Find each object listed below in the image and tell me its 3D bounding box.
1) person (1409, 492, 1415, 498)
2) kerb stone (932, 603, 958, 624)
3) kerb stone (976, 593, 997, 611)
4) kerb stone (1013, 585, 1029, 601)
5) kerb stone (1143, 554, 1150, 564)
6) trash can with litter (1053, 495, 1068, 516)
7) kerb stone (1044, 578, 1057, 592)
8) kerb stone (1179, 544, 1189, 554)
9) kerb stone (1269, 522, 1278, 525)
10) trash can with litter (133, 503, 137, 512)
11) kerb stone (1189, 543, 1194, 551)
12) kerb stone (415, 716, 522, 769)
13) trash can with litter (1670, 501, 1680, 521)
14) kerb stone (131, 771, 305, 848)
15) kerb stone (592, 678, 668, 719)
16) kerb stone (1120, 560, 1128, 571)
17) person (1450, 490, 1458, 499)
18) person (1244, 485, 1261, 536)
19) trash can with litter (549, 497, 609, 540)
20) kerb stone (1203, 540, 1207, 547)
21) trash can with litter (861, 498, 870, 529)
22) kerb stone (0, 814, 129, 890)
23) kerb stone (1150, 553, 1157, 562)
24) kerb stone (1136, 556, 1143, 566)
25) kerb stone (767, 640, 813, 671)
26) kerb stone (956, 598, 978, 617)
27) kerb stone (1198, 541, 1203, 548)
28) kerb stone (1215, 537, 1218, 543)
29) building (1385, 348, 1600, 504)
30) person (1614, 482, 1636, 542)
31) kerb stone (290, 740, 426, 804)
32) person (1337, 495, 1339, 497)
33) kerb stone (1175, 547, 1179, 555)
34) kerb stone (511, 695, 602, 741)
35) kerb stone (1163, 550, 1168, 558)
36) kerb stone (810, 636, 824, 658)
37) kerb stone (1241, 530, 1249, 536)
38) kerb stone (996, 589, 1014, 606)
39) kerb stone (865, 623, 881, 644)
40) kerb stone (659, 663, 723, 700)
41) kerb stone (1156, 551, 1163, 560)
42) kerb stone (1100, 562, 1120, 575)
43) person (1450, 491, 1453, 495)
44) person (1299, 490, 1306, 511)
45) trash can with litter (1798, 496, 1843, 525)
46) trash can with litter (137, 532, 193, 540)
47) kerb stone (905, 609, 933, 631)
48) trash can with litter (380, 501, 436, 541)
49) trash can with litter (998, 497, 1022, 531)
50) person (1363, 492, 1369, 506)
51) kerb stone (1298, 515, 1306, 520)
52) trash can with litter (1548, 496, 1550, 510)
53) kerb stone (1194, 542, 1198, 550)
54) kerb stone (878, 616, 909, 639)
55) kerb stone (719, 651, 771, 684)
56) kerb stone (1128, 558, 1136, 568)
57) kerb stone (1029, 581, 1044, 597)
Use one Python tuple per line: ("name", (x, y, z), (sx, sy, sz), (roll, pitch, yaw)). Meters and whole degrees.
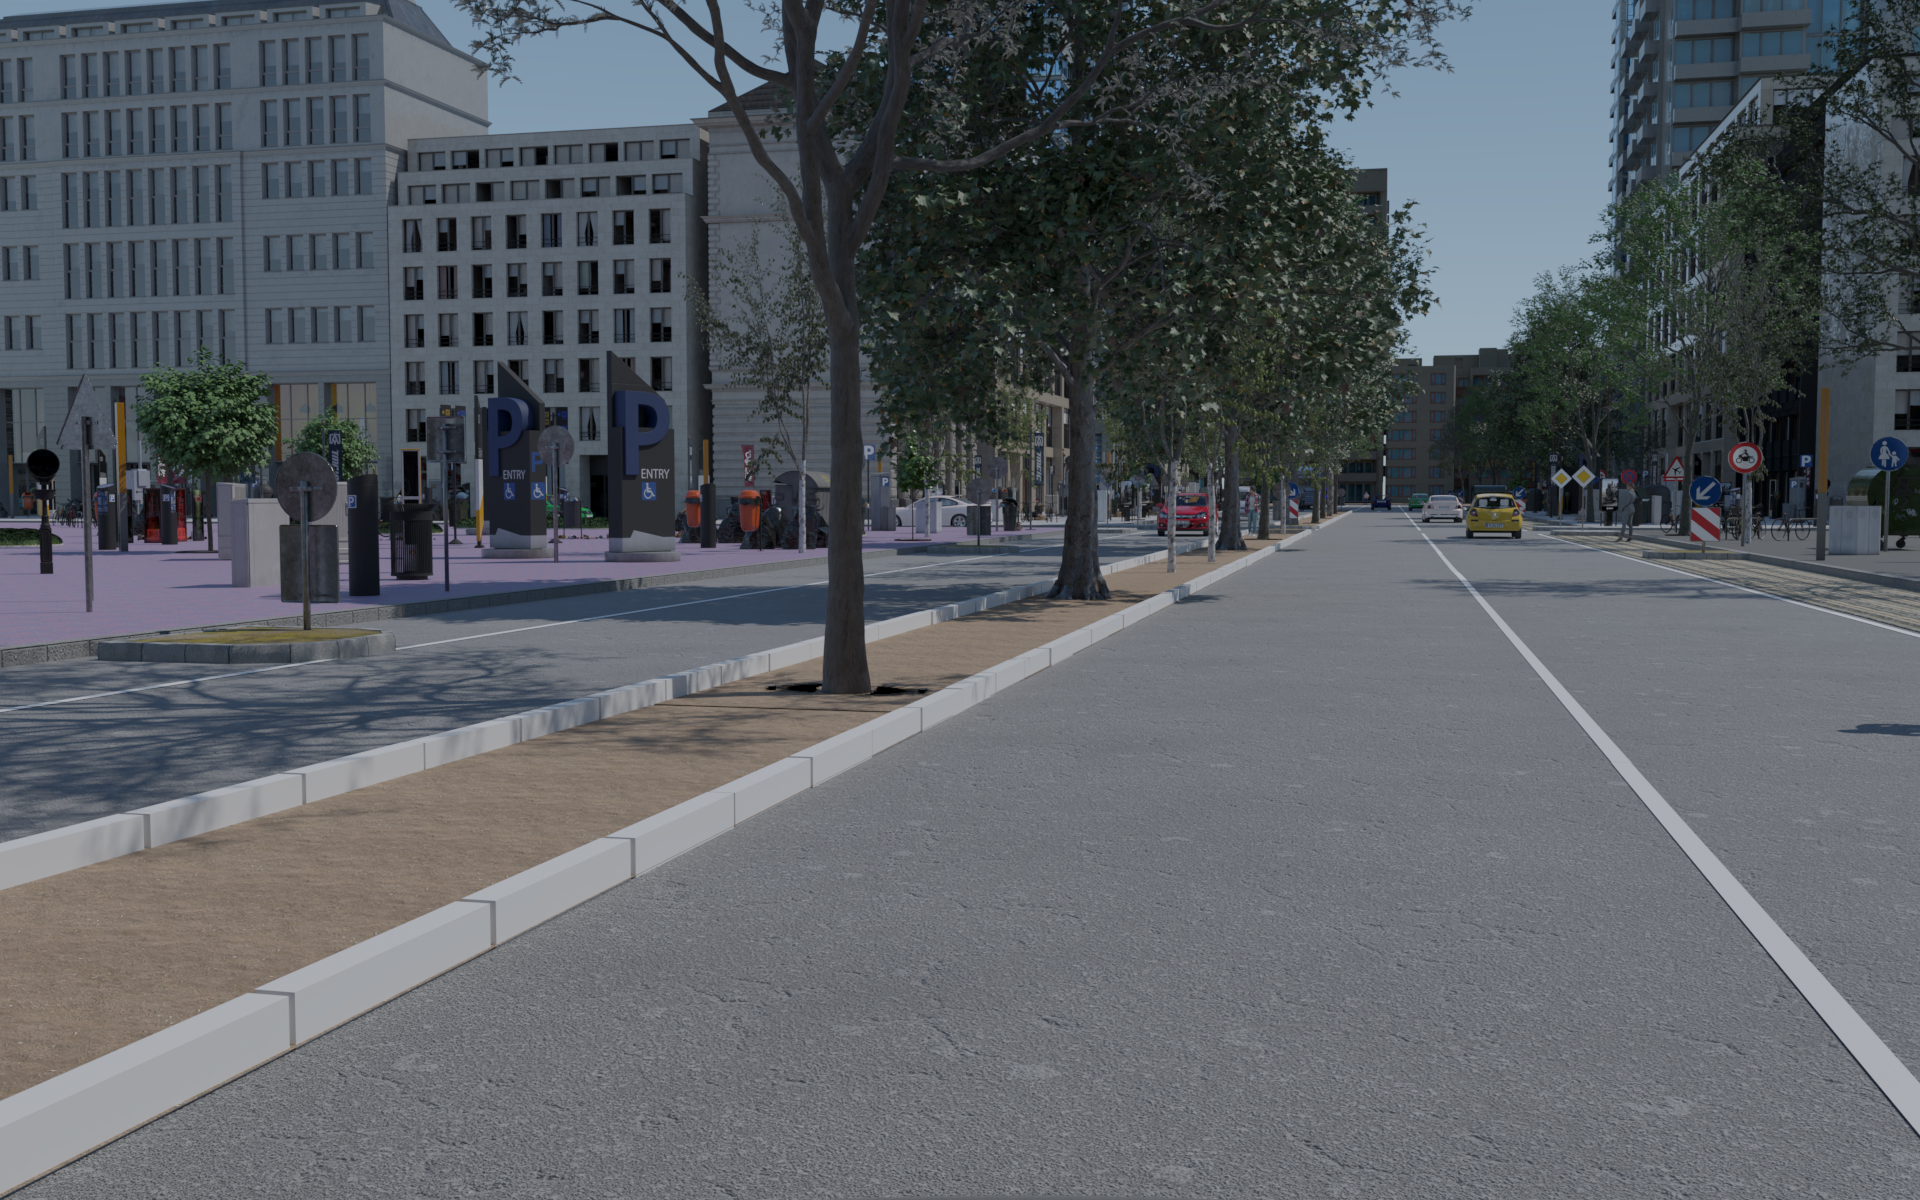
("person", (54.294, -12.122, 207.421), (0.721, 1.735, 1.217), (-3, 4, -36))
("kerb stone", (-0.231, 0.171, 19.400), (0.120, 0.150, 1.000), (1, 4, 14))
("kerb stone", (0.259, 0.049, 21.389), (0.120, 0.150, 1.000), (1, 4, 14))
("kerb stone", (0.740, -0.072, 23.379), (0.120, 0.150, 1.000), (1, 4, 14))
("kerb stone", (3.704, -0.803, 35.329), (0.120, 0.150, 1.000), (1, 4, 14))
("trash can with litter", (6.442, -5.646, 103.363), (2.233, 1.210, 1.678), (3, 4, 38))
("kerb stone", (1.236, -0.192, 25.372), (0.120, 0.150, 1.000), (1, 4, 14))
("kerb stone", (5.423, -1.229, 42.288), (0.120, 0.150, 1.000), (1, 4, 14))
("kerb stone", (13.691, -3.265, 75.654), (0.120, 0.150, 1.000), (1, 4, 14))
("trash can with litter", (-29.690, -3.118, 62.373), (1.055, 1.170, 0.624), (-3, 4, -38))
("kerb stone", (5.678, -1.287, 43.280), (0.120, 0.150, 1.000), (1, 4, 14))
("kerb stone", (-2.701, 0.783, 9.449), (0.120, 0.150, 1.000), (1, 4, 14))
("trash can with litter", (33.332, -4.274, 81.267), (0.624, 1.170, 1.055), (-2, 4, -33))
("kerb stone", (-3.190, 0.903, 7.457), (0.120, 0.150, 1.000), (1, 4, 14))
("kerb stone", (-2.206, 0.658, 11.444), (0.120, 0.150, 1.000), (1, 4, 14))
("kerb stone", (2.963, -0.620, 32.336), (0.120, 0.150, 1.000), (1, 4, 14))
("person", (47.164, -9.609, 165.591), (1.348, 1.826, 0.705), (-2, 4, -27))
("person", (9.895, -3.007, 58.496), (0.563, 1.720, 0.643), (2, 4, 24))
("trash can with litter", (-10.684, -2.343, 49.358), (2.233, 1.210, 1.678), (0, 4, 2))
("kerb stone", (6.419, -1.472, 46.268), (0.120, 0.150, 1.000), (1, 4, 14))
("trash can with litter", (-3.466, -2.869, 58.300), (0.624, 1.170, 1.055), (1, 4, 13))
("kerb stone", (-3.446, 0.965, 6.465), (0.120, 0.150, 1.000), (1, 4, 14))
("kerb stone", (3.949, -0.861, 36.321), (0.120, 0.150, 1.000), (1, 4, 14))
("kerb stone", (3.456, -0.741, 34.338), (0.120, 0.150, 1.000), (1, 4, 14))
("kerb stone", (-1.463, 0.476, 14.426), (0.120, 0.150, 1.000), (1, 4, 14))
("kerb stone", (0.004, 0.113, 20.399), (0.120, 0.150, 1.000), (1, 4, 14))
("kerb stone", (6.162, -1.411, 45.278), (0.120, 0.150, 1.000), (1, 4, 14))
("kerb stone", (7.157, -1.655, 49.249), (0.120, 0.150, 1.000), (1, 4, 14))
("building", (75.057, -24.435, 244.550), (28.899, 21.520, 27.650), (1, 4, 14))
("person", (19.887, -2.631, 51.790), (0.573, 1.790, 0.520), (1, 4, 22))
("kerb stone", (-2.943, 0.840, 8.456), (0.120, 0.150, 1.000), (1, 4, 14))
("person", (47.315, -12.735, 216.585), (0.709, 1.838, 0.599), (3, 4, 37))
("kerb stone", (4.924, -1.108, 40.305), (0.120, 0.150, 1.000), (1, 4, 14))
("kerb stone", (-2.455, 0.724, 10.451), (0.120, 0.150, 1.000), (1, 4, 14))
("kerb stone", (4.442, -0.986, 38.318), (0.120, 0.150, 1.000), (1, 4, 14))
("kerb stone", (-1.223, 0.414, 15.422), (0.120, 0.150, 1.000), (1, 4, 14))
("kerb stone", (10.103, -2.385, 61.188), (0.120, 0.150, 1.000), (1, 4, 14))
("kerb stone", (0.499, -0.011, 22.386), (0.120, 0.150, 1.000), (1, 4, 14))
("kerb stone", (-0.973, 0.354, 16.420), (0.120, 0.150, 1.000), (1, 4, 14))
("kerb stone", (-1.961, 0.597, 12.437), (0.120, 0.150, 1.000), (1, 4, 14))
("kerb stone", (4.202, -0.925, 37.312), (0.120, 0.150, 1.000), (1, 4, 14))
("kerb stone", (2.710, -0.555, 31.341), (0.120, 0.150, 1.000), (1, 4, 14))
("person", (54.488, -11.175, 191.884), (0.621, 1.740, 0.551), (0, 4, -1))
("person", (28.336, -8.236, 143.338), (0.592, 1.802, 0.473), (-1, 4, -9))
("trash can with litter", (35.851, -3.701, 71.568), (1.678, 1.210, 2.233), (-3, 4, -39))
("trash can with litter", (-22.415, -2.300, 48.665), (2.233, 1.210, 1.678), (1, 4, 9))
("kerb stone", (-0.494, 0.232, 18.407), (0.120, 0.150, 1.000), (1, 4, 14))
("trash can with litter", (-15.265, -2.247, 47.794), (1.678, 1.210, 2.233), (-2, 4, -35))
("trash can with litter", (1.762, -2.972, 59.986), (0.624, 1.170, 1.055), (1, 4, 21))
("person", (50.822, -12.688, 216.879), (0.436, 1.711, 0.756), (-2, 4, -31))
("kerb stone", (19.863, -4.794, 100.576), (0.120, 0.150, 1.000), (1, 4, 14))
("trash can with litter", (40.932, -6.622, 119.650), (0.624, 1.170, 1.055), (1, 4, 17))
("kerb stone", (5.919, -1.351, 44.286), (0.120, 0.150, 1.000), (1, 4, 14))
("kerb stone", (-0.731, 0.293, 17.412), (0.120, 0.150, 1.000), (1, 4, 14))
("kerb stone", (-1.716, 0.536, 13.435), (0.120, 0.150, 1.000), (1, 4, 14))
("kerb stone", (3.211, -0.681, 33.327), (0.120, 0.150, 1.000), (1, 4, 14))
("kerb stone", (0.988, -0.133, 24.371), (0.120, 0.150, 1.000), (1, 4, 14))
